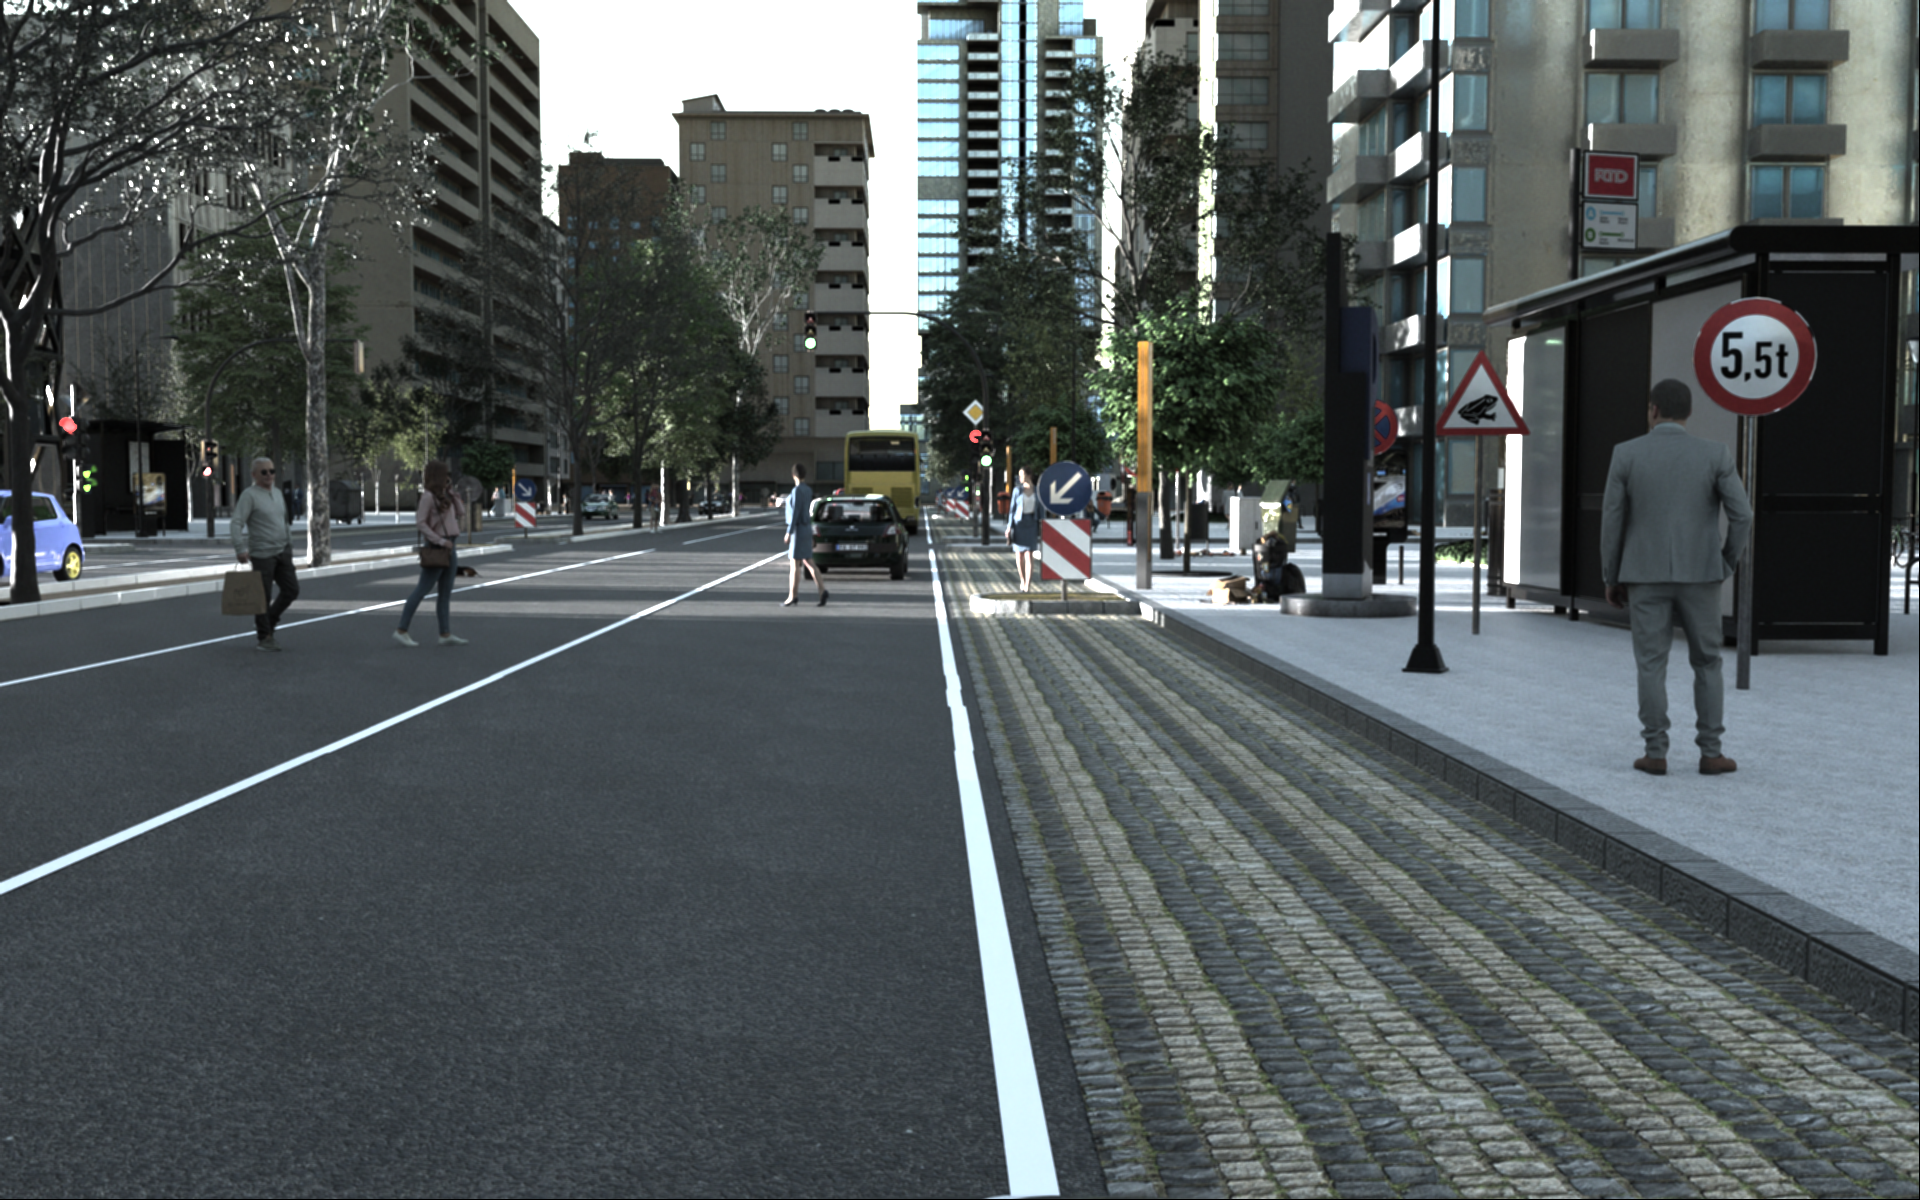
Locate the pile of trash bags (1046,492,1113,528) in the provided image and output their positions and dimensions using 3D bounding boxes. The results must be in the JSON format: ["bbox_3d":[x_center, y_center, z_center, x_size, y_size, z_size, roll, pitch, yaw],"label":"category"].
[{"bbox_3d":[4.384,-3.418,65.633,3.447,1.369,1.912,3,5,43],"label":"pile of trash bags"}]

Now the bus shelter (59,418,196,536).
[{"bbox_3d":[-27.012,-3.989,56.498,1.731,3.624,6.357,0,4,-1],"label":"bus shelter"}]

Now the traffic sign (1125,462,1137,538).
[{"bbox_3d":[5.161,-3.092,50.665,0.768,2.556,0.104,0,4,6],"label":"traffic sign"}]

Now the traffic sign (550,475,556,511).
[{"bbox_3d":[-27.902,-7.212,118.014,0.768,2.556,0.104,0,4,5],"label":"traffic sign"}]

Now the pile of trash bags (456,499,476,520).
[{"bbox_3d":[-25.599,-4.830,88.727,1.912,1.369,3.447,-1,4,-18],"label":"pile of trash bags"}]

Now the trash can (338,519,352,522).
[{"bbox_3d":[-27.869,-4.084,78.427,0.748,1.137,0.748,0,3,0],"label":"trash can"}]

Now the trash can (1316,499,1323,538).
[{"bbox_3d":[10.834,-2.402,50.921,0.748,1.137,0.748,0,3,0],"label":"trash can"}]

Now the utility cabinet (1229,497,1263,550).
[{"bbox_3d":[6.655,-1.773,40.155,0.306,1.237,1.020,3,5,45],"label":"utility cabinet"}]

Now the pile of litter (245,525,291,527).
[{"bbox_3d":[-27.430,-3.344,68.645,1.719,0.858,1.176,1,4,16],"label":"pile of litter"}]

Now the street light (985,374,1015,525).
[{"bbox_3d":[1.559,-5.802,67.402,1.470,5.913,1.316,0,4,-1],"label":"street light"}]

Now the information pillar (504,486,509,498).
[{"bbox_3d":[-28.883,-6.477,110.383,0.304,2.012,0.304,-1,4,-16],"label":"information pillar"}]

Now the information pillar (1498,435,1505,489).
[{"bbox_3d":[17.273,-3.897,55.074,0.504,3.616,0.183,-3,5,-44],"label":"information pillar"}]

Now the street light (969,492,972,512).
[{"bbox_3d":[0.307,-9.398,126.204,1.470,5.913,1.316,0,4,-1],"label":"street light"}]

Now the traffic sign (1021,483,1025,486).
[{"bbox_3d":[3.584,-5.595,93.608,0.606,2.300,0.079,0,4,1],"label":"traffic sign"}]

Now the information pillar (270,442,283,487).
[{"bbox_3d":[-28.857,-5.006,73.200,0.504,3.616,0.183,-3,4,-38],"label":"information pillar"}]

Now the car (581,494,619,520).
[{"bbox_3d":[-20.461,-5.266,97.891,2.131,1.459,4.920,0,4,-2],"label":"car"}]

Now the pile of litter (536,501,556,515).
[{"bbox_3d":[-25.550,-5.632,106.053,1.719,0.858,1.176,-1,4,-12],"label":"pile of litter"}]

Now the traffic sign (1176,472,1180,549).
[{"bbox_3d":[5.051,-2.448,40.127,0.768,2.556,0.104,0,4,7],"label":"traffic sign"}]

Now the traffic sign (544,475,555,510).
[{"bbox_3d":[-27.397,-7.056,115.477,0.768,2.556,0.104,0,4,8],"label":"traffic sign"}]

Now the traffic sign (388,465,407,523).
[{"bbox_3d":[-24.958,-4.699,76.832,0.884,2.594,0.081,0,4,6],"label":"traffic sign"}]

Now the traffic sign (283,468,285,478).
[{"bbox_3d":[-29.142,-4.509,73.833,0.768,2.556,0.104,1,4,9],"label":"traffic sign"}]

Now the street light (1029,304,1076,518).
[{"bbox_3d":[2.199,-4.234,41.768,1.470,5.913,1.316,0,4,-1],"label":"street light"}]

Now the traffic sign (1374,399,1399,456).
[{"bbox_3d":[5.439,-1.407,23.103,0.768,2.556,0.104,0,4,5],"label":"traffic sign"}]

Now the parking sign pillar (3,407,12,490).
[{"bbox_3d":[-29.619,-4.022,54.228,1.447,3.967,1.447,-2,4,-35],"label":"parking sign pillar"}]

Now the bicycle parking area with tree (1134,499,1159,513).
[{"bbox_3d":[15.356,-8.057,118.726,8.231,4.147,9.016,1,4,11],"label":"bicycle parking area with tree"}]

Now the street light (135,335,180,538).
[{"bbox_3d":[-23.489,-4.781,50.714,1.470,5.913,1.316,0,4,-1],"label":"street light"}]

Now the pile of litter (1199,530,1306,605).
[{"bbox_3d":[3.479,-0.416,20.773,1.719,0.858,1.176,-3,4,-36],"label":"pile of litter"}]

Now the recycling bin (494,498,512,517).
[{"bbox_3d":[-26.209,-5.311,99.388,0.722,1.027,0.722,2,4,27],"label":"recycling bin"}]

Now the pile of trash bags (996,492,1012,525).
[{"bbox_3d":[3.240,-3.828,72.341,3.447,1.369,1.912,0,4,-3],"label":"pile of trash bags"}]

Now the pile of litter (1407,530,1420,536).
[{"bbox_3d":[13.620,-2.432,53.729,1.176,0.858,1.719,0,4,-2],"label":"pile of litter"}]

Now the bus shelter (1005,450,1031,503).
[{"bbox_3d":[3.534,-7.495,100.176,2.179,5.291,8.768,0,4,-1],"label":"bus shelter"}]

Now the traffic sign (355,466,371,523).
[{"bbox_3d":[-26.772,-4.744,77.675,0.768,2.556,0.104,0,4,4],"label":"traffic sign"}]

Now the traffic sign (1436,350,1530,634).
[{"bbox_3d":[4.720,-0.965,15.780,0.884,2.594,0.081,0,4,4],"label":"traffic sign"}]

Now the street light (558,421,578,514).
[{"bbox_3d":[-24.789,-8.378,109.515,1.470,5.913,1.316,0,4,-1],"label":"street light"}]

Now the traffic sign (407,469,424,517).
[{"bbox_3d":[-28.541,-5.556,90.847,0.884,2.594,0.081,0,4,2],"label":"traffic sign"}]

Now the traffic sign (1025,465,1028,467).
[{"bbox_3d":[3.065,-4.581,74.997,0.768,2.556,0.104,0,4,2],"label":"traffic sign"}]

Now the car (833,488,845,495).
[{"bbox_3d":[-6.997,-6.216,110.301,2.281,1.827,5.304,0,4,-1],"label":"car"}]

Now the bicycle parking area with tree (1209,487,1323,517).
[{"bbox_3d":[17.639,-6.599,94.899,8.231,4.147,9.016,0,4,6],"label":"bicycle parking area with tree"}]

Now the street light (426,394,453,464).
[{"bbox_3d":[-24.087,-6.580,80.116,1.470,5.913,1.316,0,4,-1],"label":"street light"}]

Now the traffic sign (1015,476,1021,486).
[{"bbox_3d":[3.200,-5.689,95.151,0.606,2.300,0.079,0,4,5],"label":"traffic sign"}]

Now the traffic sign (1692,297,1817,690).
[{"bbox_3d":[5.152,-0.686,11.319,0.768,2.556,0.104,0,4,8],"label":"traffic sign"}]

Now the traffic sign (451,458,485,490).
[{"bbox_3d":[-27.648,-6.354,97.753,2.265,3.308,0.079,1,4,8],"label":"traffic sign"}]

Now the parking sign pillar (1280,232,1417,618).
[{"bbox_3d":[4.175,-1.838,18.525,1.447,3.967,1.447,1,4,18],"label":"parking sign pillar"}]

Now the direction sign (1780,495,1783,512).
[{"bbox_3d":[19.663,-3.022,41.408,0.876,3.537,0.379,-1,4,-13],"label":"direction sign"}]

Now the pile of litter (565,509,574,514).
[{"bbox_3d":[-25.545,-6.122,114.061,1.176,0.858,1.719,1,4,14],"label":"pile of litter"}]

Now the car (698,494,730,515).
[{"bbox_3d":[-17.068,-6.751,120.171,2.009,1.686,4.222,0,4,0],"label":"car"}]

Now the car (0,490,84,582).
[{"bbox_3d":[-15.070,-1.036,26.525,1.945,1.707,3.694,0,3,0],"label":"car"}]

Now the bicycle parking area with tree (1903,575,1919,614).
[{"bbox_3d":[14.802,-1.944,18.791,8.231,4.147,9.016,-2,4,-34],"label":"bicycle parking area with tree"}]

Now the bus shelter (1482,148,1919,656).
[{"bbox_3d":[6.962,-2.461,17.865,2.179,5.291,8.768,0,4,-1],"label":"bus shelter"}]

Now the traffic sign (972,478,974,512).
[{"bbox_3d":[0.873,-7.630,124.749,0.884,2.594,0.081,0,4,4],"label":"traffic sign"}]

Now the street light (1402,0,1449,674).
[{"bbox_3d":[2.833,-2.436,12.367,1.470,5.913,1.316,0,4,-1],"label":"street light"}]
